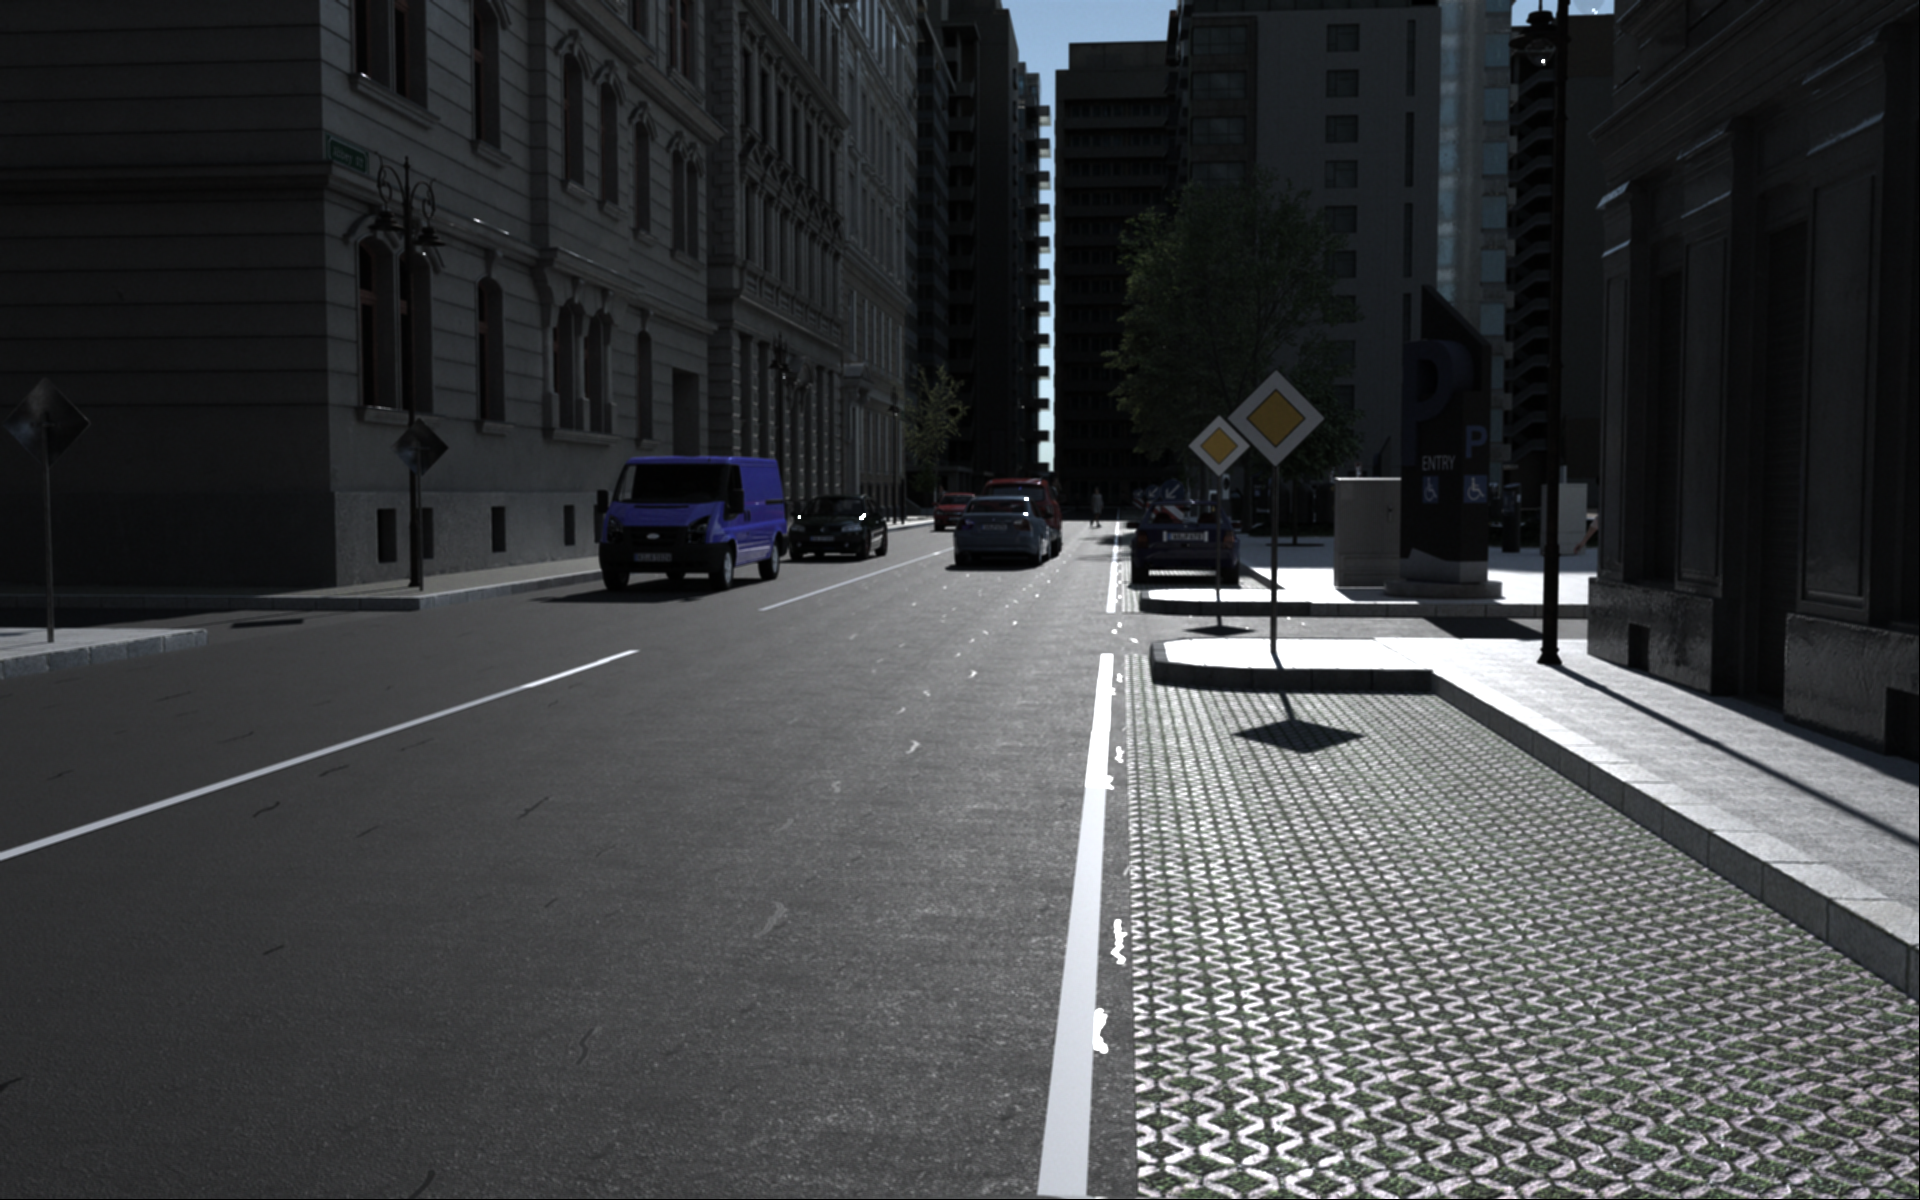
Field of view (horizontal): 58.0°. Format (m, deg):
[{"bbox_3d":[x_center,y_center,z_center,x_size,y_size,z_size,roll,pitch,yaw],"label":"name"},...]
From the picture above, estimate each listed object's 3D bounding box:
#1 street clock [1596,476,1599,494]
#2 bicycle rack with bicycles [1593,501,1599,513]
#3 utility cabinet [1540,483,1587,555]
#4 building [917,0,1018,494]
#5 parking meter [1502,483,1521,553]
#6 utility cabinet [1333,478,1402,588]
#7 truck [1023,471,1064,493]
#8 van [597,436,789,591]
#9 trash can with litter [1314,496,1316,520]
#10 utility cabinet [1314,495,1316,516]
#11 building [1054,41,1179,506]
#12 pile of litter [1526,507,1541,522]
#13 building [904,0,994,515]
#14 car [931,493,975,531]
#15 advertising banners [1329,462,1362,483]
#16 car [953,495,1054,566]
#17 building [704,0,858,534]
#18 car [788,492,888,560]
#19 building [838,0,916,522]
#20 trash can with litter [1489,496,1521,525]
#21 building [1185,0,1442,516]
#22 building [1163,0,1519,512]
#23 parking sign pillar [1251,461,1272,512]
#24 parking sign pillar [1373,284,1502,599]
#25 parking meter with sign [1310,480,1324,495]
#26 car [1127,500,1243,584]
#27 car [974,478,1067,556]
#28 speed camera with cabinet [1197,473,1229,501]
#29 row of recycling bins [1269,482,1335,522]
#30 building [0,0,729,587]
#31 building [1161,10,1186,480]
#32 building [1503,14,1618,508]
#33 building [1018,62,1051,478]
[{"bbox_3d":[23.049,-3.519,62.100,0.471,2.002,0.358,2,4,25],"label":"street clock"},{"bbox_3d":[30.533,-4.358,84.636,2.852,0.926,2.925,1,4,15],"label":"bicycle rack with bicycles"},{"bbox_3d":[12.606,-1.683,36.195,1.173,1.500,0.318,-3,4,-36],"label":"utility cabinet"},{"bbox_3d":[-5.652,-32.976,162.864,21.600,48.544,21.300,0,4,5],"label":"building"},{"bbox_3d":[12.128,-1.814,38.074,0.372,1.533,0.369,0,3,0],"label":"parking meter"},{"bbox_3d":[5.693,-0.905,23.480,1.173,1.500,0.318,0,4,-1],"label":"utility cabinet"},{"bbox_3d":[7.299,-9.435,150.179,3.469,3.379,9.791,0,4,3],"label":"truck"},{"bbox_3d":[-4.175,-1.416,27.544,2.240,2.365,5.245,0,4,6],"label":"van"},{"bbox_3d":[18.048,-4.543,85.334,2.233,1.210,1.678,-1,4,-21],"label":"trash can with litter"},{"bbox_3d":[18.178,-4.760,88.989,1.020,1.237,0.306,-3,5,-45],"label":"utility cabinet"},{"bbox_3d":[21.297,-34.618,189.701,21.600,48.544,21.300,0,4,5],"label":"building"},{"bbox_3d":[20.968,-2.936,61.963,1.719,0.858,1.176,0,4,3],"label":"pile of litter"},{"bbox_3d":[-13.727,-27.205,136.676,32.217,40.220,23.993,0,4,5],"label":"building"},{"bbox_3d":[-0.034,-3.654,68.789,2.155,1.783,4.494,0,4,3],"label":"car"},{"bbox_3d":[19.449,-5.540,86.774,2.074,3.025,0.090,1,4,10],"label":"advertising banners"},{"bbox_3d":[0.918,-1.474,36.105,2.014,1.417,4.499,0,4,7],"label":"car"},{"bbox_3d":[-10.101,-13.929,56.613,11.050,23.489,19.941,0,4,5],"label":"building"},{"bbox_3d":[-2.716,-1.786,38.993,2.009,1.686,4.222,0,4,6],"label":"car"},{"bbox_3d":[-9.729,-17.773,76.495,13.634,28.700,20.117,0,4,5],"label":"building"},{"bbox_3d":[22.304,-3.668,71.031,1.678,1.210,2.233,-3,5,-45],"label":"trash can with litter"},{"bbox_3d":[20.734,-20.381,104.939,14.160,30.474,14.107,0,4,5],"label":"building"},{"bbox_3d":[27.164,-31.017,126.741,23.786,49.044,30.456,0,4,5],"label":"building"},{"bbox_3d":[16.037,-6.388,92.908,1.447,3.967,1.447,2,4,35],"label":"parking sign pillar"},{"bbox_3d":[6.084,-2.034,21.733,1.447,3.967,1.447,-1,4,-19],"label":"parking sign pillar"},{"bbox_3d":[19.694,-6.078,95.632,1.738,3.016,0.543,2,4,28],"label":"parking meter with sign"},{"bbox_3d":[3.743,-0.995,28.851,1.945,1.354,3.894,0,4,7],"label":"car"},{"bbox_3d":[1.419,-2.022,41.740,2.281,1.827,5.304,0,4,4],"label":"car"},{"bbox_3d":[10.941,-4.915,74.702,0.660,3.252,2.038,2,4,34],"label":"speed camera with cabinet"},{"bbox_3d":[13.273,-3.518,64.629,3.534,1.692,1.069,2,4,24],"label":"row of recycling bins"},{"bbox_3d":[-13.736,-15.118,34.562,14.401,28.519,23.554,0,4,5],"label":"building"},{"bbox_3d":[29.503,-30.689,156.388,22.147,44.769,28.867,0,4,5],"label":"building"},{"bbox_3d":[55.888,-31.225,160.647,14.200,45.320,14.600,0,4,5],"label":"building"},{"bbox_3d":[-5.117,-35.085,193.246,30.456,49.044,23.786,0,4,5],"label":"building"}]
